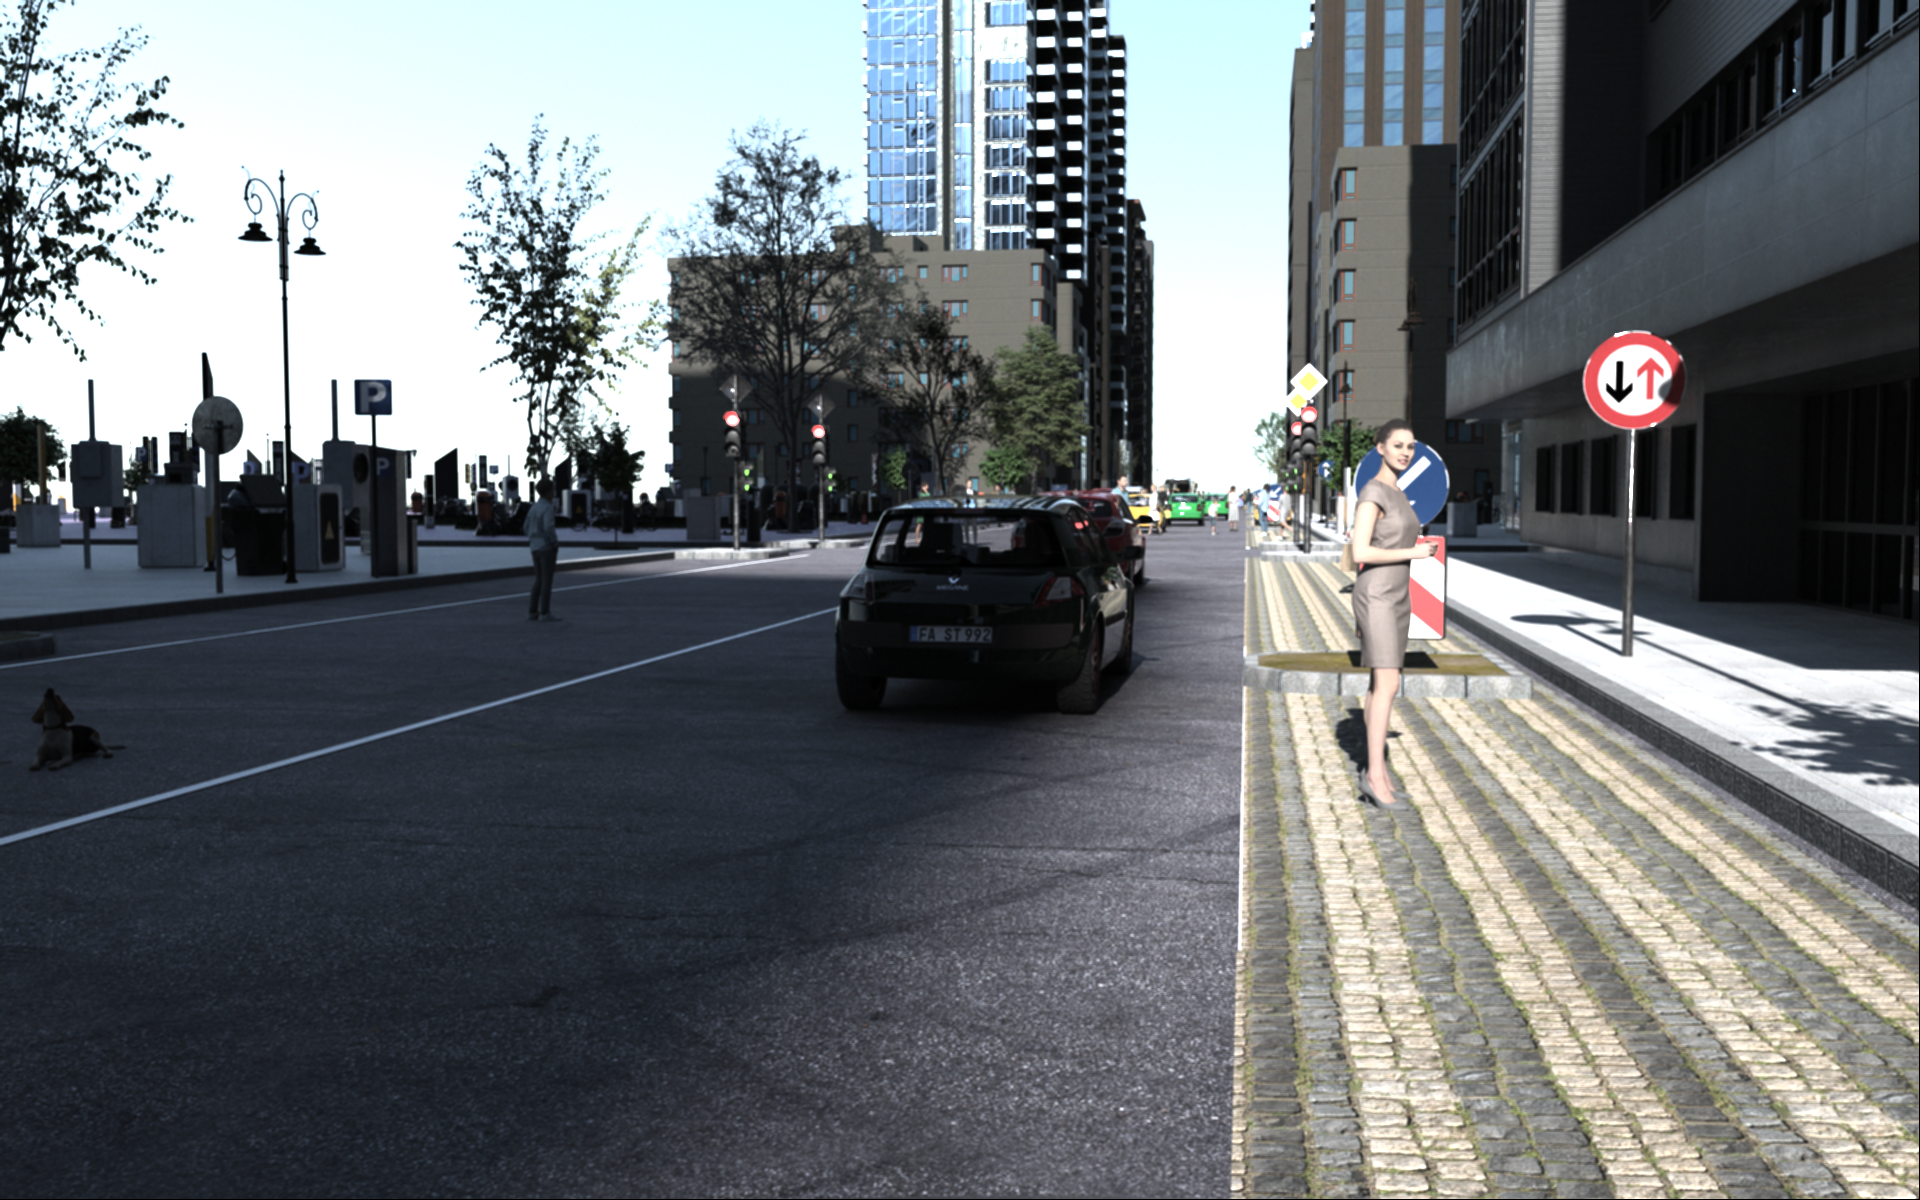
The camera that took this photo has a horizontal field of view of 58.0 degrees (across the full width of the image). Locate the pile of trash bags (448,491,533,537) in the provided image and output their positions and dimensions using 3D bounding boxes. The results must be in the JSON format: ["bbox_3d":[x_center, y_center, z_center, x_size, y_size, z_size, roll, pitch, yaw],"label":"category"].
[{"bbox_3d":[-14.137,-2.676,53.511,1.912,1.369,3.447,0,4,5],"label":"pile of trash bags"}]

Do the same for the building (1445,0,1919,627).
[{"bbox_3d":[14.575,-12.263,19.575,14.314,24.678,30.058,1,4,9],"label":"building"}]

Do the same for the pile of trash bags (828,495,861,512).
[{"bbox_3d":[-7.158,-5.473,99.235,3.447,1.369,1.912,3,5,41],"label":"pile of trash bags"}]

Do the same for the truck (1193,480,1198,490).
[{"bbox_3d":[30.218,-14.455,232.260,3.469,3.379,9.791,1,4,9],"label":"truck"}]

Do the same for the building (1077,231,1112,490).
[{"bbox_3d":[8.972,-25.557,189.565,14.160,30.474,14.107,1,4,9],"label":"building"}]

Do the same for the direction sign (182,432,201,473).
[{"bbox_3d":[-28.268,-4.380,63.609,0.379,3.537,0.876,2,4,28],"label":"direction sign"}]

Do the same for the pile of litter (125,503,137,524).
[{"bbox_3d":[-35.678,-3.756,75.370,1.176,0.858,1.719,1,4,21],"label":"pile of litter"}]

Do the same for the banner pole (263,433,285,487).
[{"bbox_3d":[-28.177,-4.965,71.198,0.863,3.779,0.401,-2,4,-31],"label":"banner pole"}]

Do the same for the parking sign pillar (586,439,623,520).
[{"bbox_3d":[-16.247,-5.627,80.465,1.447,3.967,1.447,2,4,30],"label":"parking sign pillar"}]

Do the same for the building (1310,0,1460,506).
[{"bbox_3d":[35.415,-29.879,138.637,14.600,45.320,14.200,1,4,9],"label":"building"}]

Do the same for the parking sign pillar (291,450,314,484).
[{"bbox_3d":[-39.806,-7.104,104.618,1.447,3.967,1.447,3,4,38],"label":"parking sign pillar"}]

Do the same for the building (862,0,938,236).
[{"bbox_3d":[2.061,-52.202,166.178,22.319,86.520,31.000,1,4,9],"label":"building"}]

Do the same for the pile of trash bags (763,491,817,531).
[{"bbox_3d":[-6.116,-3.163,61.470,1.912,1.369,3.447,0,4,3],"label":"pile of trash bags"}]

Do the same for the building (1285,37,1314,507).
[{"bbox_3d":[45.113,-34.022,179.955,21.300,48.544,21.600,1,4,9],"label":"building"}]

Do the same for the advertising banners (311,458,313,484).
[{"bbox_3d":[-31.734,-5.401,84.496,0.090,3.025,2.074,-1,4,-10],"label":"advertising banners"}]

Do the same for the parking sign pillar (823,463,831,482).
[{"bbox_3d":[-8.625,-7.516,111.365,1.447,3.967,1.447,1,4,9],"label":"parking sign pillar"}]

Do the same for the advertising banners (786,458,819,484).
[{"bbox_3d":[-8.044,-5.733,89.930,2.074,3.025,0.090,1,4,13],"label":"advertising banners"}]

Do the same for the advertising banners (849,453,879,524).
[{"bbox_3d":[-4.098,-4.760,74.012,0.090,3.025,2.074,-3,5,-41],"label":"advertising banners"}]

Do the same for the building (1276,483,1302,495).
[{"bbox_3d":[64.330,-34.838,261.485,32.217,40.220,23.993,1,4,9],"label":"building"}]

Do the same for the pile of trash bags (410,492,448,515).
[{"bbox_3d":[-23.668,-4.192,78.292,1.912,1.369,3.447,1,4,18],"label":"pile of trash bags"}]

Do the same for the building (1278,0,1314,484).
[{"bbox_3d":[54.877,-56.332,233.702,22.319,86.520,31.000,1,4,9],"label":"building"}]

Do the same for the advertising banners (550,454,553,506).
[{"bbox_3d":[-17.680,-4.817,74.943,0.090,3.025,2.074,-1,4,-9],"label":"advertising banners"}]

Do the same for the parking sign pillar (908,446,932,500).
[{"bbox_3d":[-2.214,-6.582,96.093,1.447,3.967,1.447,1,4,15],"label":"parking sign pillar"}]

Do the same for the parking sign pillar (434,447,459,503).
[{"bbox_3d":[-29.189,-6.727,98.460,1.447,3.967,1.447,-1,4,-13],"label":"parking sign pillar"}]

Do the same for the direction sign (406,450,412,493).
[{"bbox_3d":[-28.446,-5.925,88.876,0.379,3.537,0.876,2,4,26],"label":"direction sign"}]

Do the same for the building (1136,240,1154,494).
[{"bbox_3d":[22.967,-35.986,271.962,14.154,41.232,14.086,1,4,9],"label":"building"}]

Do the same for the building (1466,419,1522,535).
[{"bbox_3d":[31.638,-26.508,53.014,30.456,49.044,23.786,1,4,9],"label":"building"}]

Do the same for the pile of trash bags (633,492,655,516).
[{"bbox_3d":[-17.154,-5.073,92.695,1.912,1.369,3.447,0,4,-1],"label":"pile of trash bags"}]

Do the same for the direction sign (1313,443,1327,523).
[{"bbox_3d":[16.096,-5.200,77.023,0.876,3.537,0.379,-1,4,-13],"label":"direction sign"}]

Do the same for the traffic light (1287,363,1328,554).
[{"bbox_3d":[7.475,-2.959,37.300,0.839,4.253,0.868,1,4,9],"label":"traffic light"}]

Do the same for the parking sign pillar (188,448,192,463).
[{"bbox_3d":[-42.480,-6.503,94.792,1.447,3.967,1.447,-3,5,-40],"label":"parking sign pillar"}]

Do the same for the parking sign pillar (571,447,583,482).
[{"bbox_3d":[-21.211,-6.811,99.830,1.447,3.967,1.447,3,5,41],"label":"parking sign pillar"}]

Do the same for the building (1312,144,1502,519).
[{"bbox_3d":[34.841,-15.511,98.641,27.650,21.520,28.899,1,4,9],"label":"building"}]

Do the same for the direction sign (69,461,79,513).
[{"bbox_3d":[-61.362,-7.844,120.248,0.379,3.537,0.876,2,4,33],"label":"direction sign"}]

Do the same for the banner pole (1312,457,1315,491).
[{"bbox_3d":[23.862,-7.738,116.534,0.401,3.779,0.863,-3,4,-36],"label":"banner pole"}]

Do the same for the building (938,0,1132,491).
[{"bbox_3d":[11.230,-55.525,220.505,22.319,86.520,31.000,1,4,9],"label":"building"}]

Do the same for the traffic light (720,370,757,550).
[{"bbox_3d":[-5.068,-3.085,39.355,0.839,4.253,0.868,1,4,9],"label":"traffic light"}]

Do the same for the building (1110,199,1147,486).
[{"bbox_3d":[15.469,-36.498,251.364,22.147,44.769,28.867,1,4,9],"label":"building"}]

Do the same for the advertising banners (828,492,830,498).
[{"bbox_3d":[-8.608,-6.910,109.171,0.090,3.025,2.074,2,4,31],"label":"advertising banners"}]

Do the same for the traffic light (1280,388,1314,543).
[{"bbox_3d":[8.781,-3.441,45.178,0.839,4.253,0.868,1,4,9],"label":"traffic light"}]

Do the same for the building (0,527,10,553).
[{"bbox_3d":[-33.944,-29.811,29.408,28.212,58.520,21.231,1,4,9],"label":"building"}]

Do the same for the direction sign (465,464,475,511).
[{"bbox_3d":[-36.302,-8.354,128.587,0.876,3.537,0.379,-3,4,-37],"label":"direction sign"}]

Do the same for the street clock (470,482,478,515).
[{"bbox_3d":[-30.136,-6.285,107.334,0.471,2.002,0.358,2,4,32],"label":"street clock"}]

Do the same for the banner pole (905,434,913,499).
[{"bbox_3d":[-2.103,-5.012,71.958,0.401,3.779,0.863,1,4,20],"label":"banner pole"}]

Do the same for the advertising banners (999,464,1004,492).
[{"bbox_3d":[2.241,-6.454,101.706,0.090,3.025,2.074,1,4,20],"label":"advertising banners"}]

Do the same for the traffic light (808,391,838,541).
[{"bbox_3d":[-3.763,-3.566,47.233,0.839,4.253,0.868,1,4,9],"label":"traffic light"}]

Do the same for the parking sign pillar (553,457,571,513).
[{"bbox_3d":[-27.424,-8.013,119.483,1.447,3.967,1.447,-3,5,-45],"label":"parking sign pillar"}]

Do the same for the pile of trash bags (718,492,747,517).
[{"bbox_3d":[-11.914,-5.276,96.021,3.447,1.369,1.912,1,4,22],"label":"pile of trash bags"}]

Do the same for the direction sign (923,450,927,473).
[{"bbox_3d":[-1.821,-6.005,90.185,0.379,3.537,0.876,0,4,7],"label":"direction sign"}]

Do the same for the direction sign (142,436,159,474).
[{"bbox_3d":[-31.659,-4.636,67.798,0.379,3.537,0.876,1,4,11],"label":"direction sign"}]

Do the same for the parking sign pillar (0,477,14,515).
[{"bbox_3d":[-45.962,-5.778,82.950,1.447,3.967,1.447,0,4,6],"label":"parking sign pillar"}]

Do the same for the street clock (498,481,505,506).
[{"bbox_3d":[-25.320,-5.590,95.969,0.358,2.002,0.471,3,5,45],"label":"street clock"}]

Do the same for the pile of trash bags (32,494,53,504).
[{"bbox_3d":[-62.689,-6.569,117.147,1.912,1.369,3.447,1,4,10],"label":"pile of trash bags"}]

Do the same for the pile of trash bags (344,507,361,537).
[{"bbox_3d":[-19.441,-2.614,52.487,3.447,1.369,1.912,3,5,43],"label":"pile of trash bags"}]

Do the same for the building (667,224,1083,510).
[{"bbox_3d":[-5.373,-17.959,138.671,27.650,21.520,28.899,1,4,9],"label":"building"}]

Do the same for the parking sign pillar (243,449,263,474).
[{"bbox_3d":[-41.844,-6.975,102.506,1.447,3.967,1.447,2,4,33],"label":"parking sign pillar"}]

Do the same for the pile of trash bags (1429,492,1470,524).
[{"bbox_3d":[21.319,-4.073,76.345,3.447,1.369,1.912,-3,5,-40],"label":"pile of trash bags"}]
